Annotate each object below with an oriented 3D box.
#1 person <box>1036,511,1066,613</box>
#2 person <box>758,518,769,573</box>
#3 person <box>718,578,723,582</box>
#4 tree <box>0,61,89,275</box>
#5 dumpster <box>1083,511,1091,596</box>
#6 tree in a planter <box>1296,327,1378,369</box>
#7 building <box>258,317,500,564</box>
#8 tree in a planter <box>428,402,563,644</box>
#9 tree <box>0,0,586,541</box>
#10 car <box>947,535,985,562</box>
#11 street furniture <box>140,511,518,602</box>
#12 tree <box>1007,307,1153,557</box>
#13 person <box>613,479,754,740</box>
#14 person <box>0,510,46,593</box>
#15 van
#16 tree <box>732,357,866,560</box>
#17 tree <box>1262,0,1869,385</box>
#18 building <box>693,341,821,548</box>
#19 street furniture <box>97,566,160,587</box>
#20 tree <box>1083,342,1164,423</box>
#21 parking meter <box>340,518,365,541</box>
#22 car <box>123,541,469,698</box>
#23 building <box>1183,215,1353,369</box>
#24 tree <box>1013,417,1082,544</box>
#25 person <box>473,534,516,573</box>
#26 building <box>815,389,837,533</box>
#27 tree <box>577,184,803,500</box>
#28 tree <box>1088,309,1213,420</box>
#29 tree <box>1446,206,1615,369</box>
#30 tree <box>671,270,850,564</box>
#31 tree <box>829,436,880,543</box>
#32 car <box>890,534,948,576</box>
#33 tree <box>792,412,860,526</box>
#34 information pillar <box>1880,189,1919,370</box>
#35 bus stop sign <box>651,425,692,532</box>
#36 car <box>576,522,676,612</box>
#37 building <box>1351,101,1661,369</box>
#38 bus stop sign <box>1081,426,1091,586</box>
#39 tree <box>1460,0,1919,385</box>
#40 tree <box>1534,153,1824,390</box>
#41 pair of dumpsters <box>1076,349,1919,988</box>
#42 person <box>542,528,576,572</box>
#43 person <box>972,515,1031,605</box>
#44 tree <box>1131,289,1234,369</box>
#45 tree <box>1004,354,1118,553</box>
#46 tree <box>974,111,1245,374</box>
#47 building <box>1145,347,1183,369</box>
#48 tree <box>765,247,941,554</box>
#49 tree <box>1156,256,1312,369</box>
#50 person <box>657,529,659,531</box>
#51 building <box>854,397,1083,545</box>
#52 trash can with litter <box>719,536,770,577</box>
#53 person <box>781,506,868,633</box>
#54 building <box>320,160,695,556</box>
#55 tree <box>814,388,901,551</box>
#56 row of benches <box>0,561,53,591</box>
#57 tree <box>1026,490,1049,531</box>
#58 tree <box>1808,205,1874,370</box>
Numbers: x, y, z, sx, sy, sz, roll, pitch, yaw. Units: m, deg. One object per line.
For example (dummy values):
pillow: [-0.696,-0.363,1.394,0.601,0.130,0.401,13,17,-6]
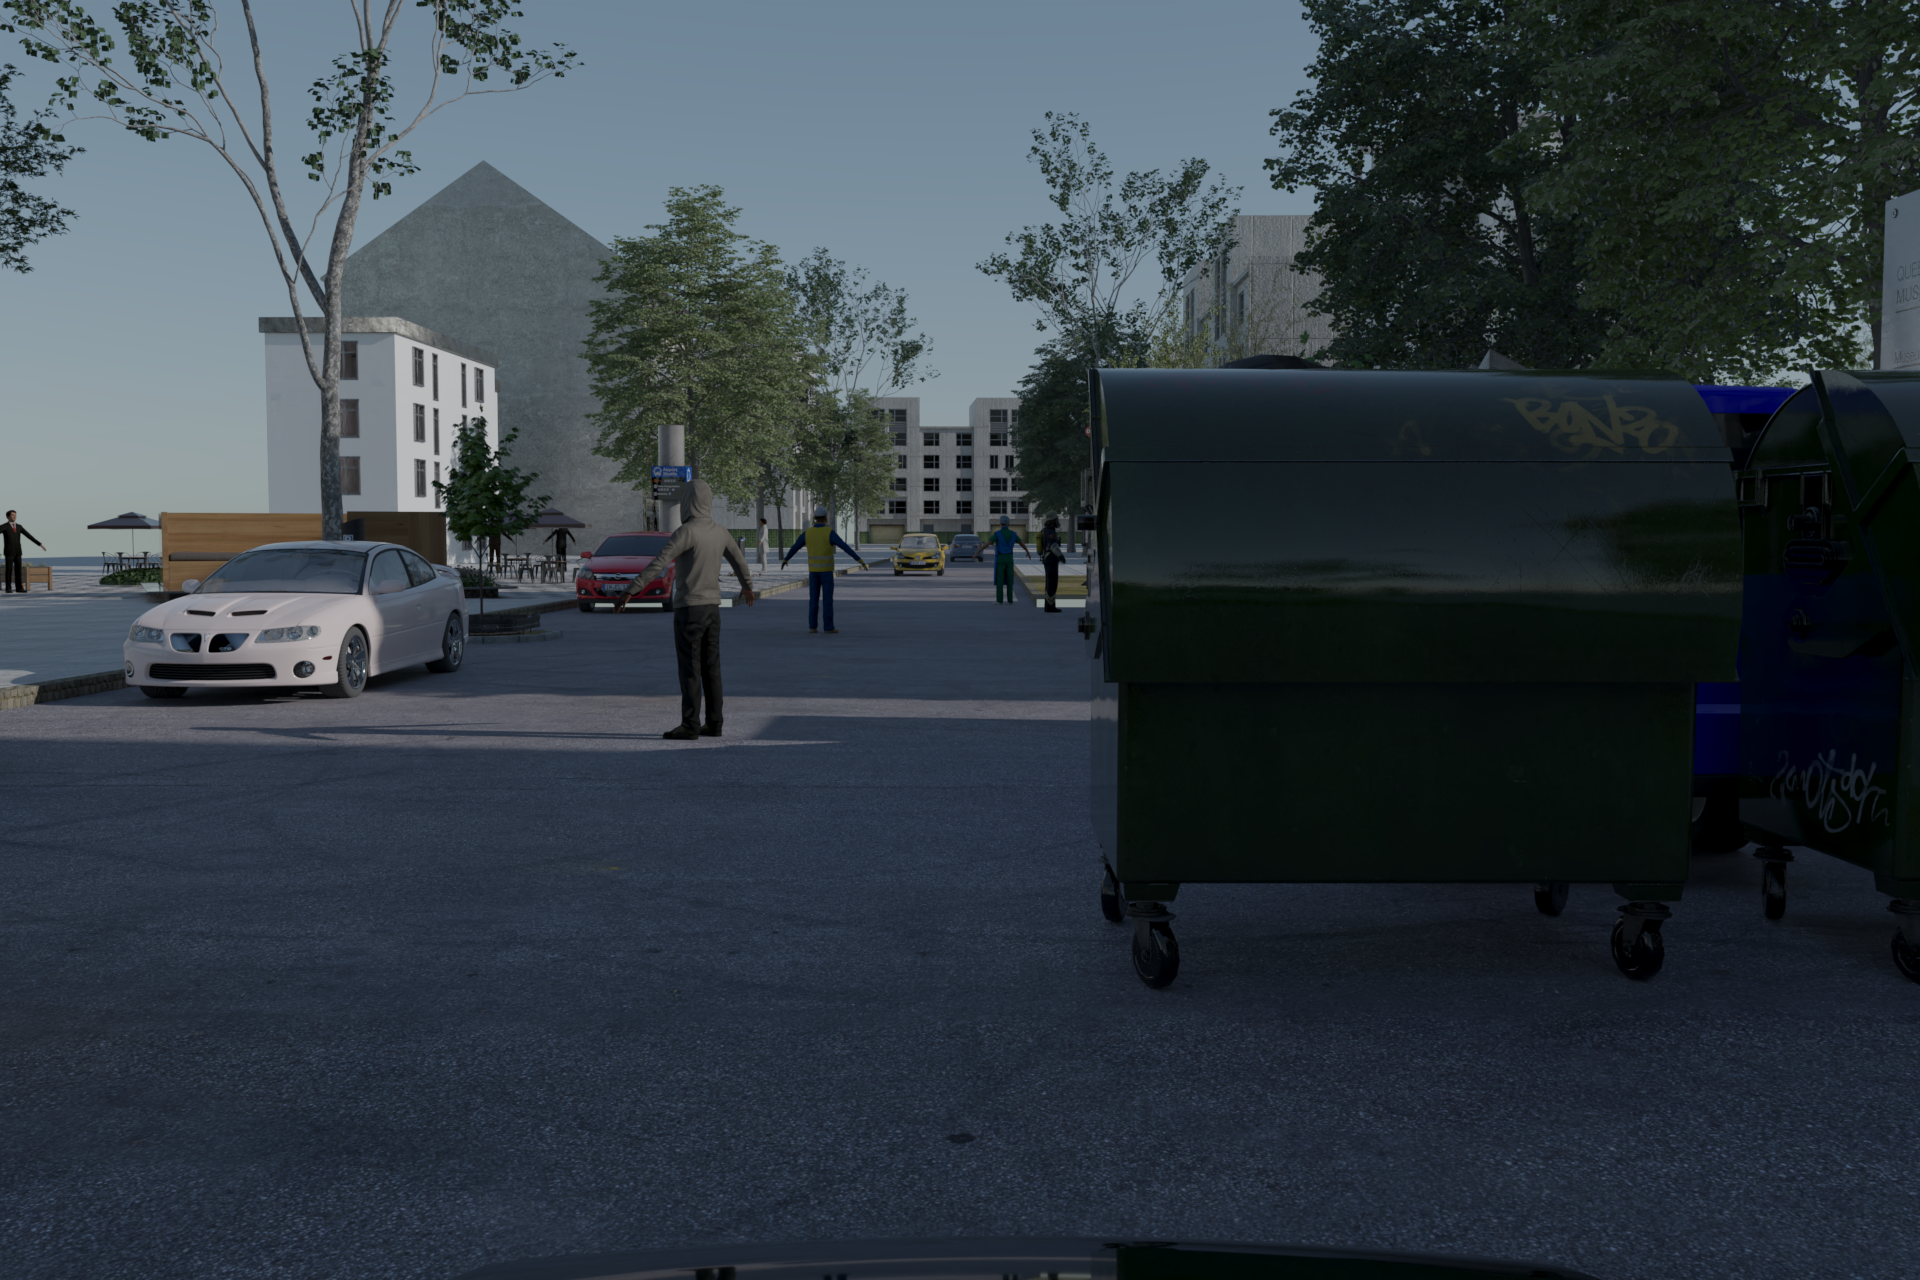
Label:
person: [1.702,-1.435,31.700,0.705,1.856,1.354,0,4,-7]
person: [-6.561,-3.141,57.540,0.705,1.806,1.347,0,4,-5]
person: [-6.482,-2.277,46.488,0.599,1.433,0.991,1,4,21]
tree: [-12.221,-5.023,16.537,8.767,10.594,7.601,3,5,40]
dumpster: [3.126,-1.359,30.444,1.865,1.857,1.264,0,4,0]
tree in a planter: [3.043,-1.090,15.048,1.991,3.239,1.994,0,4,2]
building: [-26.124,-8.500,81.125,9.099,9.664,28.070,0,4,1]
tree in a planter: [-6.538,-1.611,23.569,1.991,3.239,1.994,0,4,1]
tree: [-12.734,-10.844,33.185,12.611,20.169,13.585,0,3,0]
car: [0.341,-4.821,90.829,2.014,1.417,4.499,0,4,0]
street furniture: [-12.638,-1.843,36.987,9.812,1.723,11.010,-2,4,-26]
tree: [7.324,-11.713,98.171,9.857,13.997,8.962,0,3,0]
person: [-1.865,-0.219,12.161,0.705,1.813,1.348,2,4,35]
person: [-20.583,-1.926,37.670,0.705,1.806,1.347,2,4,32]
van: [2.657,-0.313,9.509,2.240,2.365,5.245,0,4,1]
tree: [-8.720,-9.193,84.725,8.767,10.594,7.601,0,4,-1]
tree: [9.661,-7.435,28.226,9.857,13.997,8.962,0,3,0]
building: [-23.611,-18.819,174.145,16.747,18.905,31.486,0,3,0]
street furniture: [-19.641,-1.917,46.963,5.734,0.657,10.072,-1,4,-9]
tree: [6.794,-7.165,67.511,4.737,8.622,4.395,0,3,0]
parking meter: [-9.602,-1.161,27.389,0.372,1.533,0.369,0,3,0]
car: [-6.177,-0.262,16.642,2.083,1.381,4.827,0,4,1]
building: [23.536,-14.570,104.680,16.747,18.905,31.486,0,4,1]
tree: [8.094,-11.937,129.581,8.767,10.594,7.601,0,4,5]
person: [-15.257,-3.098,56.792,1.346,1.812,0.704,-1,4,-14]
building: [-24.396,-22.735,202.652,19.493,23.208,18.063,0,3,0]
tree: [-8.799,-8.460,56.444,7.486,12.596,7.792,0,3,0]
tree: [6.518,-6.523,57.010,4.737,8.622,4.395,0,3,0]
tree: [12.297,-5.360,37.993,4.360,8.622,3.978,0,3,0]
tree: [-8.567,-9.558,74.400,7.486,12.596,7.792,0,3,0]
tree: [-8.454,-10.682,125.008,4.360,8.622,3.978,0,3,0]
car: [-1.405,-3.077,60.528,2.015,1.641,3.980,0,4,1]
tree: [-7.920,-9.079,98.803,4.737,8.622,4.395,0,3,0]
information pillar: [6.599,-1.236,11.518,0.184,3.620,1.656,0,4,1]
bus stop sign: [-7.002,-3.247,42.104,0.837,3.901,0.837,0,4,1]
car: [-6.086,-1.477,33.186,2.155,1.783,4.494,0,4,1]
building: [23.983,-13.815,82.303,16.016,20.090,11.380,0,4,1]
bus stop sign: [3.439,-3.319,42.976,0.855,3.939,0.416,0,4,1]
tree: [8.668,-6.026,16.659,7.486,12.596,7.792,0,3,0]
tree: [18.676,-7.353,45.985,9.928,11.665,9.643,0,3,0]
pair of dumpsters: [2.616,-0.061,5.946,4.436,2.255,1.574,0,3,0]
person: [-13.545,-3.229,58.730,0.705,1.837,1.347,3,5,41]
person: [0.885,-1.630,35.230,1.347,1.817,0.704,-2,4,-27]
tree: [6.837,-6.203,51.774,4.737,8.622,4.395,0,3,0]
tree: [7.615,-13.007,119.321,9.857,13.997,8.962,0,3,0]
tree: [5.860,-13.702,79.915,12.611,20.169,13.585,0,3,0]
building: [27.463,-18.616,170.835,16.747,18.905,31.486,0,4,1]
tree: [-7.668,-15.703,112.641,12.611,20.169,13.585,0,3,0]
tree: [7.766,-5.806,45.288,4.360,8.622,3.978,0,3,0]
person: [-7.661,-2.370,45.477,1.216,1.740,0.721,1,4,16]
building: [1.695,-22.130,230.747,31.486,18.905,16.747,0,4,-3]
trash can with litter: [-6.553,-2.571,53.100,1.678,1.210,2.233,0,4,2]
person: [-1.999,-1.019,25.079,1.349,1.833,0.705,1,4,17]
building: [-27.985,-17.154,111.403,19.493,23.208,18.063,0,3,0]
tree: [-8.124,-13.204,134.016,7.486,12.596,7.792,0,3,0]
row of benches: [-22.660,-1.506,40.084,4.104,0.672,1.422,2,4,26]
tree: [7.376,-11.428,137.208,4.360,8.622,3.978,0,3,0]
tree: [19.261,-5.235,35.957,4.360,8.622,3.978,0,3,0]
